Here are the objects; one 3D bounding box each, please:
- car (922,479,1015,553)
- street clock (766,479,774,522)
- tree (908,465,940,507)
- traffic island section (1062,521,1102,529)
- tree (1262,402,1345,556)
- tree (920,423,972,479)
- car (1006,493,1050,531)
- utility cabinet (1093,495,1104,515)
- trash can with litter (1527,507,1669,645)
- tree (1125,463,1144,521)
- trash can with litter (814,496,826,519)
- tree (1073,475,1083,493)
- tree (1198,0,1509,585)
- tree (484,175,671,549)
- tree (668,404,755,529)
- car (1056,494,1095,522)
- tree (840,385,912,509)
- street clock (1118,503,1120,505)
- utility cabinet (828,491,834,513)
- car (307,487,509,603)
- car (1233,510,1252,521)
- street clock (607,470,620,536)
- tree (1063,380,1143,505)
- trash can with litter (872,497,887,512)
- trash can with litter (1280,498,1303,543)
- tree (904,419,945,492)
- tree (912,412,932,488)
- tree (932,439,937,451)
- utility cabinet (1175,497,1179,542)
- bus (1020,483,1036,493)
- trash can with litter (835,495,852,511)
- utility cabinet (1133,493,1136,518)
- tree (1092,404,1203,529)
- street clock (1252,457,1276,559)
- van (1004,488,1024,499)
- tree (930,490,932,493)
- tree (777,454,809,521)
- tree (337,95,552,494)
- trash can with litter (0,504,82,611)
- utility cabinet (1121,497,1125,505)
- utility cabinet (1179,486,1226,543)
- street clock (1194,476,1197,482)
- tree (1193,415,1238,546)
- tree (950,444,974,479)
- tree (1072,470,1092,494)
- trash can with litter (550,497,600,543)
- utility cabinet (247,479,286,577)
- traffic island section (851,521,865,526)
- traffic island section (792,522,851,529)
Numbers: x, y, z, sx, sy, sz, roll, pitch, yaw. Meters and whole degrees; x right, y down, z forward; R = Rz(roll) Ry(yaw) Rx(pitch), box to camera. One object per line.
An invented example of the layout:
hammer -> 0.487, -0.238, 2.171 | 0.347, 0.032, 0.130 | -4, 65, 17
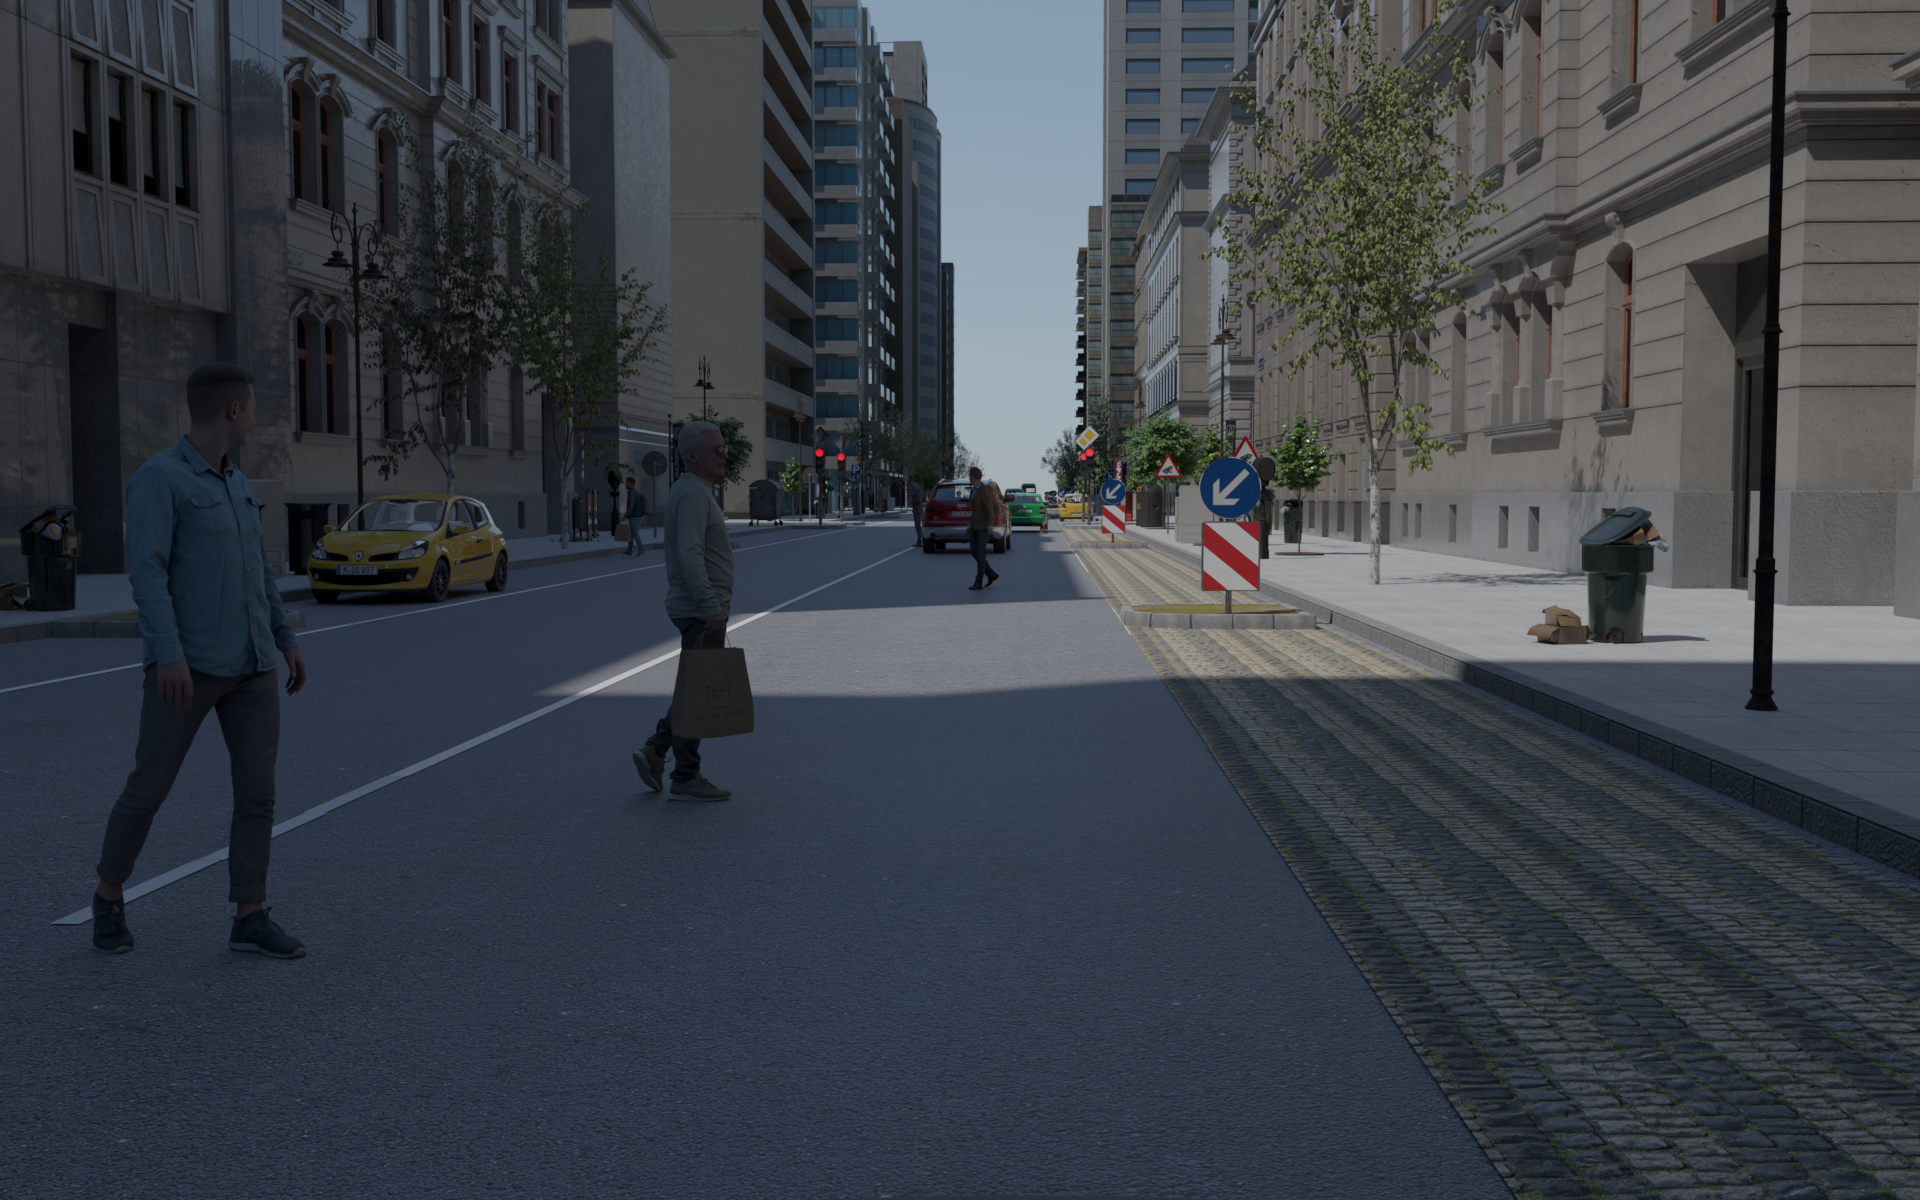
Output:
car -> 0.216, -2.133, 43.545 | 2.281, 1.827, 5.304 | 0, 4, 4
street clock -> -8.871, -4.661, 80.782 | 0.358, 2.002, 0.471 | -3, 5, -44
tree -> -3.697, -11.785, 176.401 | 4.285, 4.588, 4.351 | 0, 3, 0
traffic island section -> 5.675, -3.483, 79.236 | 2.009, 0.180, 2.903 | 0, 4, 2
tree -> 7.128, -2.561, 36.476 | 1.663, 3.219, 1.824 | 0, 3, 0
tree -> -2.376, -17.915, 227.315 | 8.767, 10.594, 7.601 | 1, 4, 9
car -> 2.452, -3.508, 66.159 | 1.959, 1.807, 4.718 | 0, 4, 2
utility cabinet -> 8.629, -5.841, 106.663 | 0.306, 1.237, 1.020 | 0, 4, -7
trash can with litter -> 5.477, -0.214, 14.885 | 1.055, 1.170, 0.624 | -1, 4, -18
tree -> 8.359, -5.364, 82.300 | 1.663, 3.219, 1.824 | 0, 3, 0
trash can with litter -> -7.193, -4.731, 88.734 | 0.624, 1.170, 1.055 | 0, 4, -6
tree -> 10.817, -9.583, 151.282 | 1.663, 3.219, 1.824 | 0, 3, 0
tree -> 5.702, -4.514, 24.170 | 4.737, 8.622, 4.395 | 0, 3, 0
tree -> -9.112, -5.491, 40.148 | 4.737, 8.622, 4.395 | 0, 3, 0
tree -> -9.109, -4.851, 63.024 | 4.285, 4.588, 4.351 | 0, 3, 0
car -> 6.004, -4.865, 89.766 | 2.015, 1.641, 3.980 | 0, 4, 2
tree -> -6.357, -10.246, 117.884 | 4.360, 8.622, 3.978 | 0, 3, 0
street clock -> 12.601, -8.122, 137.364 | 0.471, 2.002, 0.358 | -3, 5, -42
utility cabinet -> -8.662, -6.568, 116.070 | 0.318, 1.500, 1.173 | 0, 4, 2
car -> -7.635, -0.851, 24.130 | 2.015, 1.641, 3.980 | 0, 4, 3
car -> 13.495, -3.791, 73.984 | 4.499, 1.417, 2.014 | 0, 4, 4
street clock -> -10.496, -2.941, 52.657 | 0.358, 2.002, 0.471 | -3, 5, -40
tree -> 9.358, -9.802, 110.624 | 4.360, 8.622, 3.978 | 0, 3, 0
trash can with litter -> -5.628, -6.764, 121.986 | 1.055, 1.170, 0.624 | -2, 4, -24
trash can with litter -> 8.611, -2.066, 45.173 | 0.624, 1.170, 1.055 | 0, 4, 5
tree -> -3.629, -13.388, 169.257 | 4.737, 8.622, 4.395 | 0, 3, 0
tree -> -5.319, -11.233, 134.018 | 4.360, 8.622, 3.978 | 0, 3, 0
tree -> -4.439, -12.132, 148.727 | 4.360, 8.622, 3.978 | 0, 3, 0
utility cabinet -> 5.946, -2.170, 46.637 | 0.306, 1.237, 1.020 | 0, 4, 4
bus -> 11.848, -18.885, 303.621 | 2.948, 3.499, 13.247 | 0, 4, 0
trash can with litter -> -8.922, -7.179, 128.432 | 2.233, 1.210, 1.678 | -1, 4, -15
utility cabinet -> 9.207, -5.059, 91.400 | 0.318, 1.500, 1.173 | -1, 4, -15
tree -> 7.411, -4.875, 63.426 | 4.285, 4.588, 4.351 | 0, 3, 0
street clock -> 5.963, -1.805, 34.083 | 0.471, 2.002, 0.358 | -3, 4, -37
van -> 3.897, -7.177, 124.360 | 2.013, 2.044, 4.112 | 0, 4, 1
tree -> -2.831, -12.231, 194.573 | 1.663, 3.219, 1.824 | 0, 3, 0
tree -> -7.876, -5.406, 82.989 | 1.663, 3.219, 1.824 | 0, 3, 0
tree -> -9.634, -5.023, 32.485 | 4.360, 8.622, 3.978 | 0, 3, 0
trash can with litter -> -10.257, -0.470, 19.072 | 1.055, 1.170, 0.624 | 0, 4, 6
utility cabinet -> 9.007, -5.110, 94.714 | 0.306, 1.237, 1.020 | 0, 4, -1
utility cabinet -> 6.318, -2.230, 45.146 | 1.173, 1.500, 0.318 | 0, 4, 1
street clock -> 7.824, -3.143, 55.962 | 0.471, 2.002, 0.358 | -2, 4, -26
tree -> 6.228, -2.948, 42.793 | 1.663, 3.219, 1.824 | 0, 3, 0
tree -> 0.068, -18.675, 255.692 | 4.360, 8.622, 3.978 | 0, 3, 0
tree -> 10.778, -8.916, 129.485 | 4.285, 4.588, 4.351 | 0, 3, 0
trash can with litter -> -10.542, -2.175, 46.613 | 1.678, 1.210, 2.233 | 1, 4, 8
utility cabinet -> -10.720, -1.054, 25.919 | 0.318, 1.500, 1.173 | 3, 4, 38
traffic island section -> -5.456, -3.513, 79.712 | 2.009, 0.180, 2.903 | 0, 4, 2
traffic island section -> -5.795, -3.025, 71.734 | 2.009, 0.180, 2.903 | 0, 4, 2
